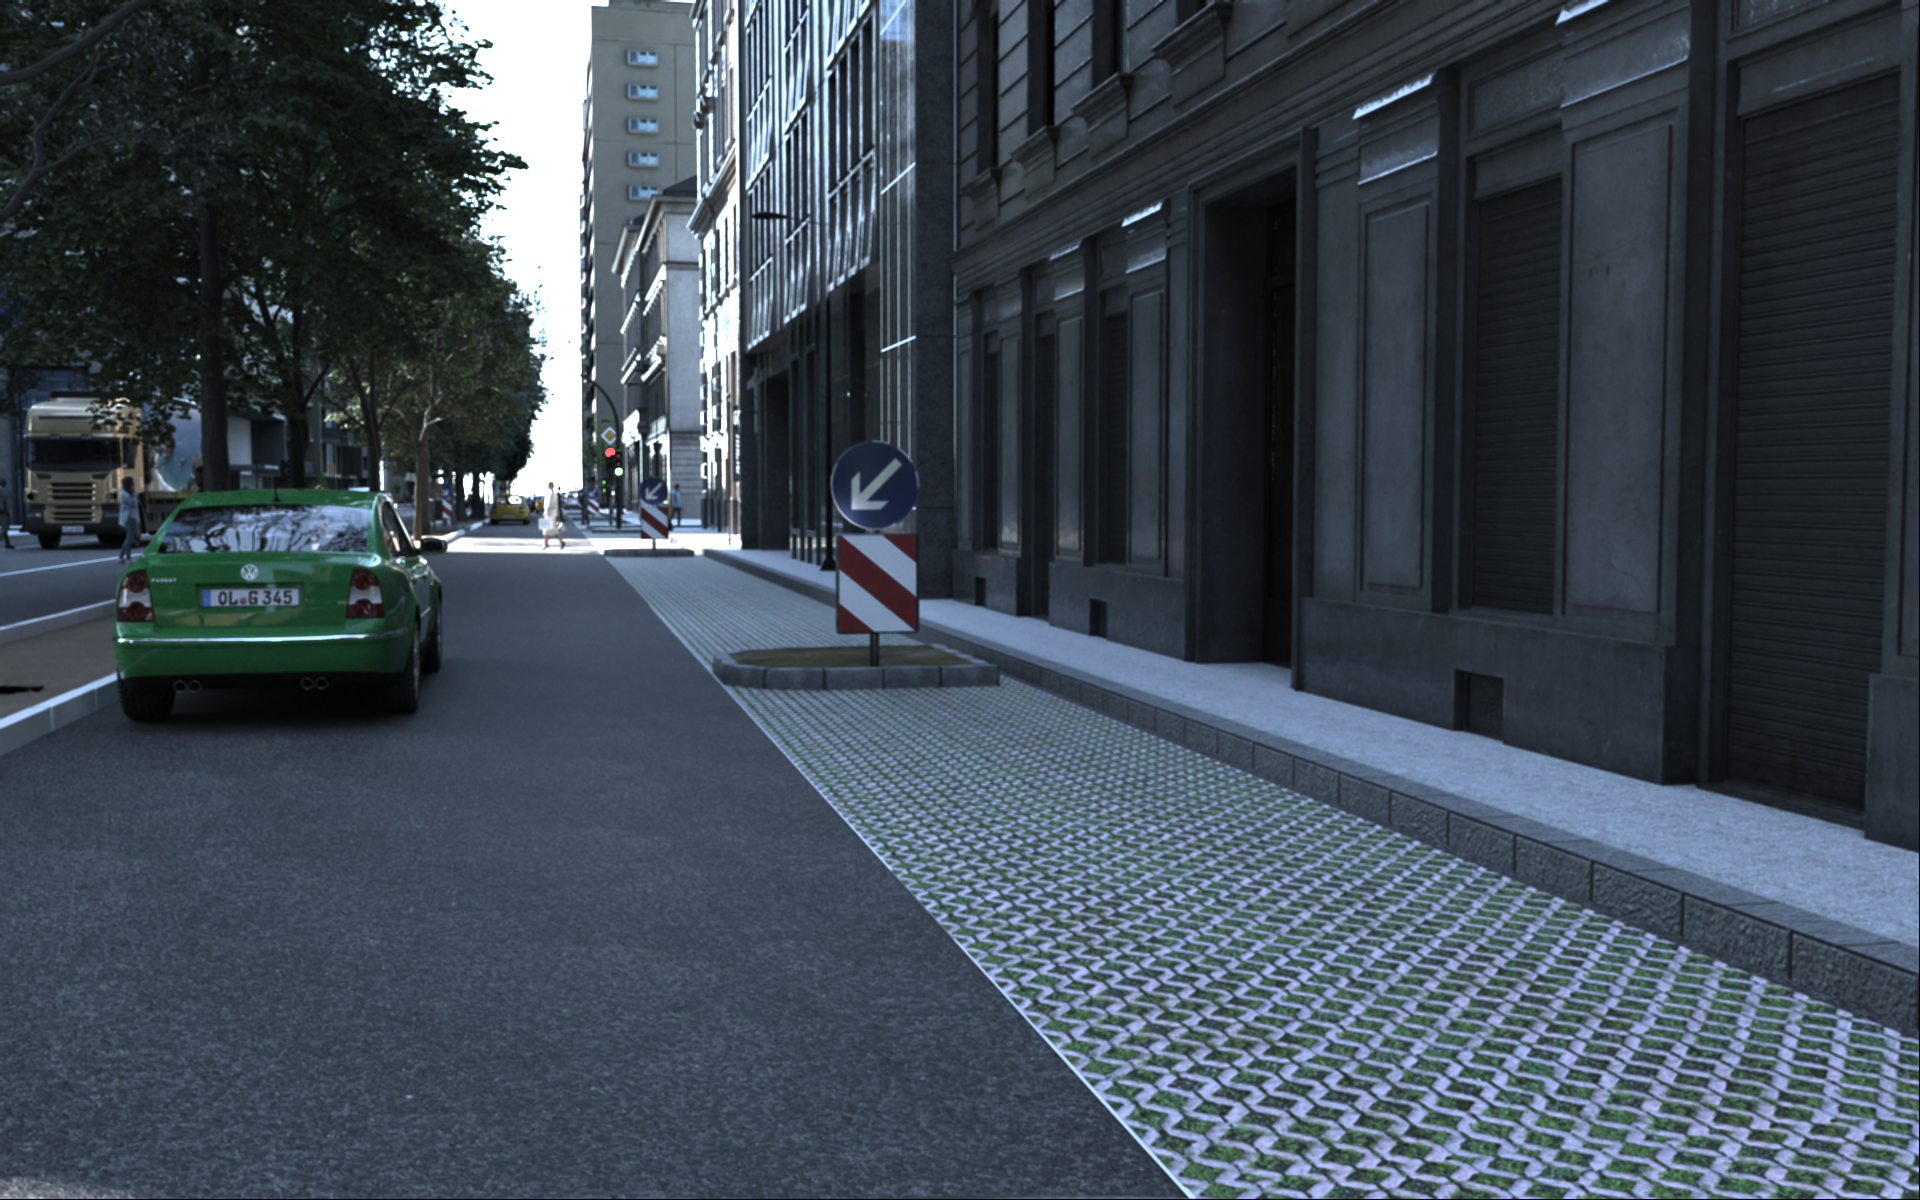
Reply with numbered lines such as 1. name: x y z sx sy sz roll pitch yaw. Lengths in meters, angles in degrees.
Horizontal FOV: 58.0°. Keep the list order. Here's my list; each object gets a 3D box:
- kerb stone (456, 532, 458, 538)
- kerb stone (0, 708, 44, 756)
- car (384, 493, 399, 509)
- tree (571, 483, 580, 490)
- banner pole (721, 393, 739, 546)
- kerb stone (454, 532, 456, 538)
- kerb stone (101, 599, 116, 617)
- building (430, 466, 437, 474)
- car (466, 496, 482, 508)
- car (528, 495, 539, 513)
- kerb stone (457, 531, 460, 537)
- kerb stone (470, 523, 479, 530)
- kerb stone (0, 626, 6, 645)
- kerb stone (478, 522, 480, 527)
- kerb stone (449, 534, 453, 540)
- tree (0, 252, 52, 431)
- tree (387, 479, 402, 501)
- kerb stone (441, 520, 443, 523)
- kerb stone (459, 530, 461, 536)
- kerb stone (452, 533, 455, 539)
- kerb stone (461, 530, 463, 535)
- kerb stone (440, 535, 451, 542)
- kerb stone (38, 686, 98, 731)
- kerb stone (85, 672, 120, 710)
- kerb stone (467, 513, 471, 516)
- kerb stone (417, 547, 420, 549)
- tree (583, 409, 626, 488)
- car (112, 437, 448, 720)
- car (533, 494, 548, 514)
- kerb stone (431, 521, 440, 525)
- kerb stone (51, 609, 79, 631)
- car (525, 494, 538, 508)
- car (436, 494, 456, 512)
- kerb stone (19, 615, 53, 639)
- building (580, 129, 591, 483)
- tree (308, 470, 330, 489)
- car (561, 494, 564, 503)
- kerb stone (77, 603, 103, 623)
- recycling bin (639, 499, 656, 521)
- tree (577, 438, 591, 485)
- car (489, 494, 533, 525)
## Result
1. kerb stone: -16.351 -2.057 55.828 0.120 0.150 1.000 -1 4 -13
2. kerb stone: -5.412 0.751 9.917 0.120 0.150 1.000 -1 4 -13
3. car: -27.875 -4.504 82.680 2.155 1.783 4.494 -1 4 -15
4. tree: -65.850 -18.440 296.096 1.663 3.219 1.824 0 3 0
5. banner pole: -5.589 -3.242 43.029 0.863 3.779 0.401 3 5 42
6. kerb stone: -16.109 -1.994 54.821 0.120 0.150 1.000 -1 4 -13
7. kerb stone: -10.076 0.108 20.425 0.120 0.150 1.000 -1 4 -13
8. building: -90.789 -38.250 275.503 14.600 45.320 14.200 -1 4 -13
9. car: -51.625 -10.717 184.014 1.959 1.807 4.718 -1 4 -15
10. car: -32.644 -7.486 134.975 1.945 1.354 3.894 -1 4 -14
11. kerb stone: -16.592 -2.118 56.828 0.120 0.150 1.000 -1 4 -13
12. kerb stone: -20.289 -3.067 72.336 0.120 0.150 1.000 -1 4 -13
13. kerb stone: -9.131 0.352 16.436 0.120 0.150 1.000 -1 4 -13
14. kerb stone: -20.527 -3.126 73.330 0.120 0.150 1.000 -1 4 -13
15. kerb stone: -15.641 -1.874 52.831 0.120 0.150 1.000 -1 4 -13
16. tree: -30.501 -7.117 50.780 7.601 10.594 8.767 -1 4 -19
17. tree: -69.958 -13.492 215.197 1.663 3.219 1.824 0 3 0
18. kerb stone: -25.162 -3.766 83.767 0.120 0.150 1.000 -1 4 -13
19. kerb stone: -16.823 -2.178 57.825 0.120 0.150 1.000 -1 4 -13
20. kerb stone: -15.877 -1.931 53.826 0.120 0.150 1.000 -1 4 -13
21. kerb stone: -17.069 -2.240 58.822 0.120 0.150 1.000 -1 4 -13
22. kerb stone: -15.401 -1.808 51.837 0.120 0.150 1.000 -1 4 -13
23. kerb stone: -5.645 0.690 10.920 0.120 0.150 1.000 -1 4 -13
24. kerb stone: -5.882 0.632 11.920 0.120 0.150 1.000 -1 4 -13
25. kerb stone: -33.253 -5.841 117.690 0.120 0.150 1.000 -1 4 -13
26. kerb stone: -13.269 -1.264 42.866 0.120 0.150 1.000 -1 4 -13
27. tree: -31.153 -12.288 151.274 4.737 8.622 4.395 0 3 0
28. car: -4.742 -0.225 12.472 1.959 1.807 4.718 -1 4 -13
29. car: -30.500 -7.202 127.976 2.015 1.641 3.980 -1 4 -14
30. kerb stone: -24.455 -3.583 80.784 0.120 0.150 1.000 -1 4 -13
31. kerb stone: -9.599 0.233 18.426 0.120 0.150 1.000 -1 4 -13
32. car: -38.696 -8.877 157.147 2.014 1.417 4.499 -1 4 -13
33. car: -38.380 -7.387 129.576 1.959 1.807 4.718 -1 4 -15
34. kerb stone: -9.365 0.291 17.431 0.120 0.150 1.000 -1 4 -13
35. building: -33.818 -33.807 207.361 22.147 44.769 28.867 -1 4 -13
36. tree: -50.698 -8.760 137.827 1.663 3.219 1.824 0 3 0
37. car: -57.847 -14.905 253.286 1.945 1.707 3.694 -1 4 -13
38. kerb stone: -9.836 0.170 19.424 0.120 0.150 1.000 -1 4 -13
39. recycling bin: -14.775 -4.239 81.869 0.722 1.027 0.722 -1 4 -19
40. tree: -48.076 -16.900 226.669 4.360 8.622 3.978 0 3 0
41. car: -21.240 -4.379 81.828 2.015 1.641 3.980 -1 4 -12
